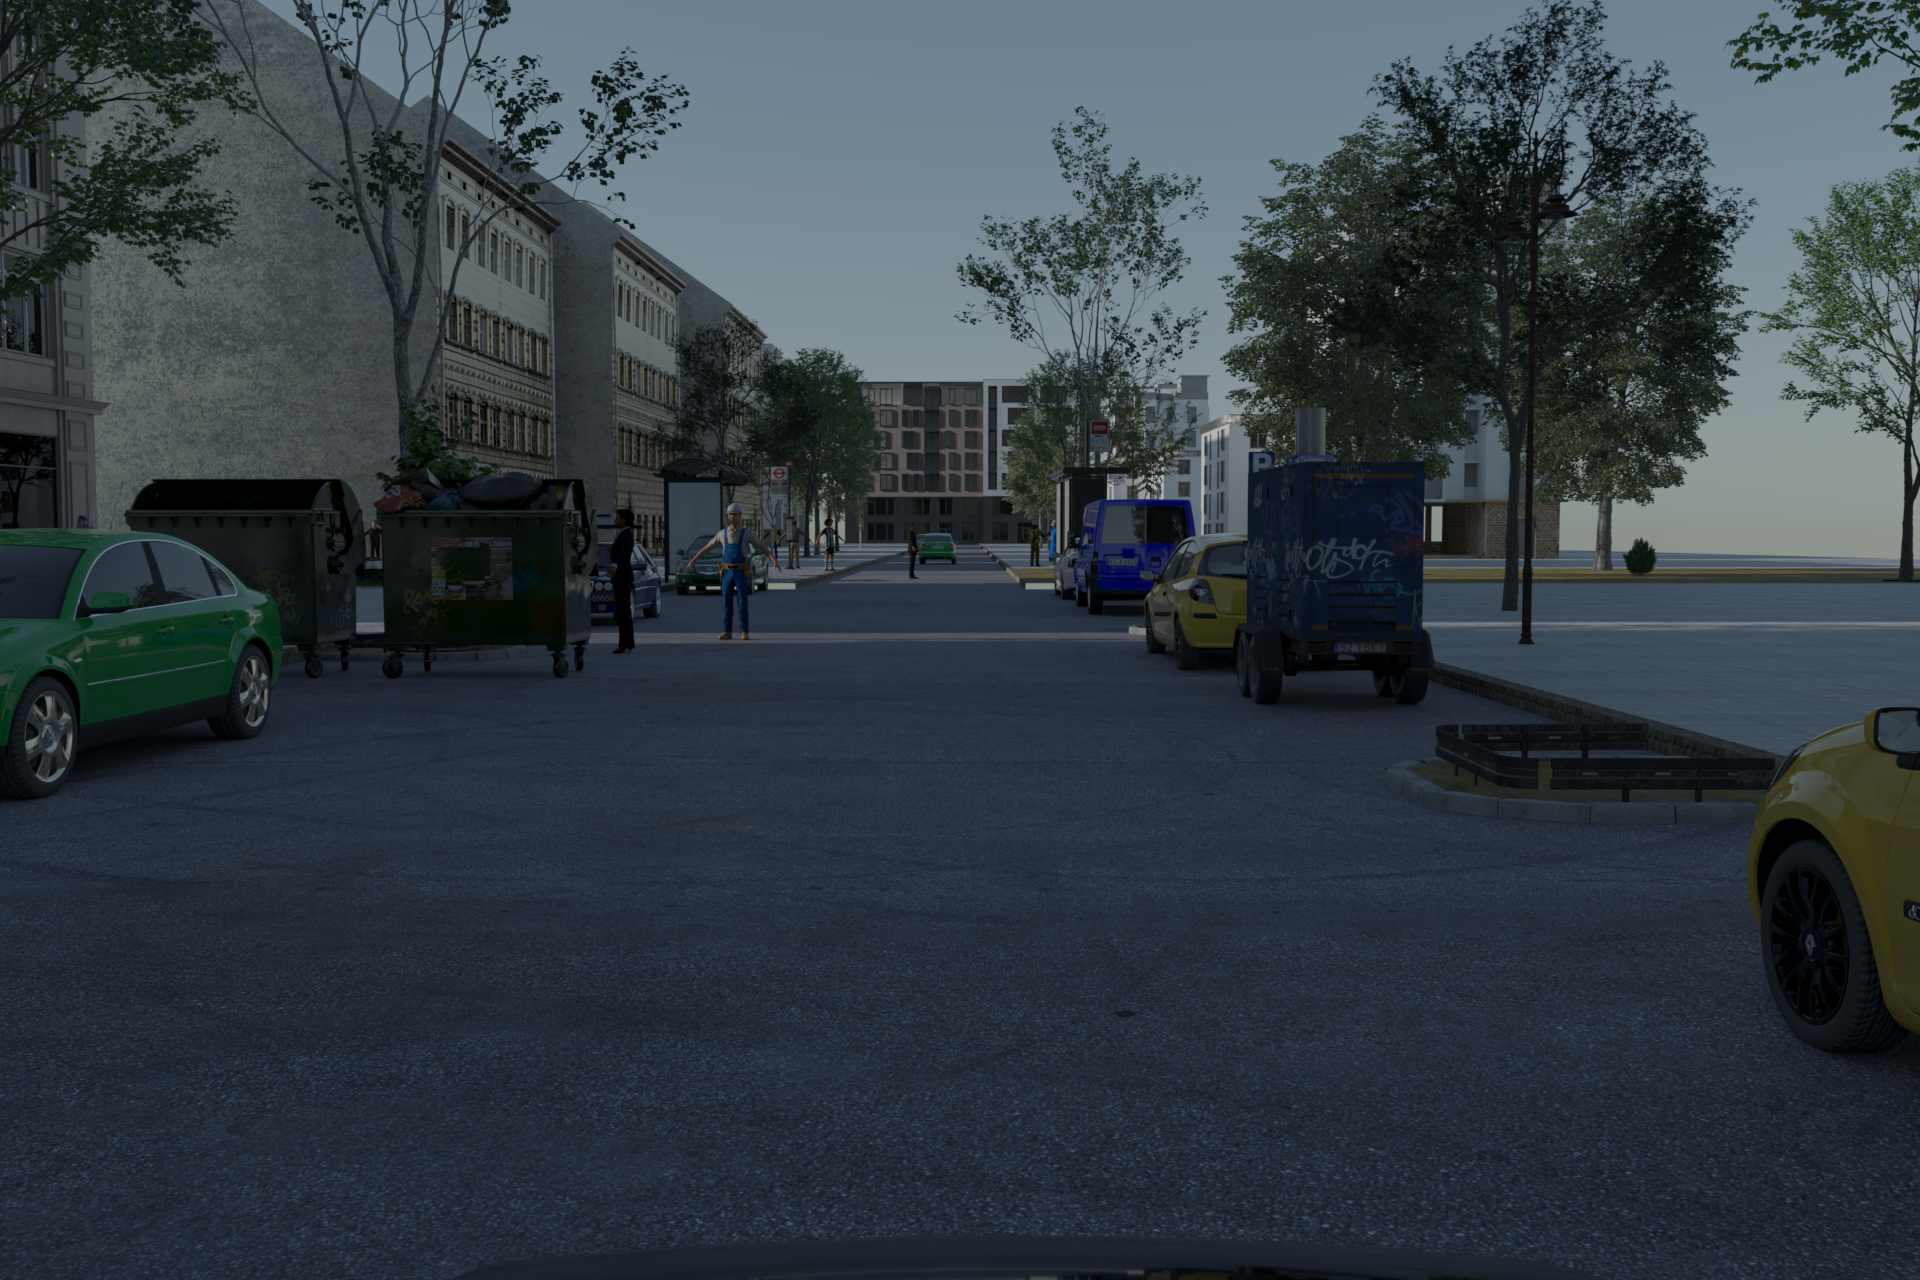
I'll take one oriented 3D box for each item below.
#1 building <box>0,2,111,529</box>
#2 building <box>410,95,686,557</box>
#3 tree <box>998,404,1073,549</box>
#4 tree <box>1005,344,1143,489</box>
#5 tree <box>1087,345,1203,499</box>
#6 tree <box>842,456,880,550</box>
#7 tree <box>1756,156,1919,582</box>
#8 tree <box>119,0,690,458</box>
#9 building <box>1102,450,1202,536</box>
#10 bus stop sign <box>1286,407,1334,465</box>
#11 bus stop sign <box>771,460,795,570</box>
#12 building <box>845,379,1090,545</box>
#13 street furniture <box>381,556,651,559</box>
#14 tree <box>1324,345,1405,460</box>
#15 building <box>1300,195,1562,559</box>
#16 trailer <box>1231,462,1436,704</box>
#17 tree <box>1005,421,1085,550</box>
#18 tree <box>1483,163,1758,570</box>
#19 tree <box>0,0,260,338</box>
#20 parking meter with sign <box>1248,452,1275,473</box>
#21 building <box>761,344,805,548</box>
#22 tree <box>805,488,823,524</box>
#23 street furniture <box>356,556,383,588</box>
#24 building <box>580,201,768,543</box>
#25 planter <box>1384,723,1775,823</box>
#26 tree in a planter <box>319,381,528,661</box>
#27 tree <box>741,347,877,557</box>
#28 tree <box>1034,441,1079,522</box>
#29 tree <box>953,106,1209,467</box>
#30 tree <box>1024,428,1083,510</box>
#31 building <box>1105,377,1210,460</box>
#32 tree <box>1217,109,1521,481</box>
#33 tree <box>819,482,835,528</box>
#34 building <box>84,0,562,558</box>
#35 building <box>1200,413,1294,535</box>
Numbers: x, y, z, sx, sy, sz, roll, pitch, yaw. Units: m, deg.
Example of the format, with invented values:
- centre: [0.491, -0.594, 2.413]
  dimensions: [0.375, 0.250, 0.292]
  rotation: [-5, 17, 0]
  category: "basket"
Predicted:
- centre: [-28.894, -13.715, 36.255]
  dimensions: [10.469, 25.551, 25.511]
  rotation: [0, 4, 1]
  category: "building"
- centre: [-26.485, -16.234, 96.355]
  dimensions: [19.493, 23.208, 18.063]
  rotation: [0, 4, 1]
  category: "building"
- centre: [6.737, -14.271, 151.455]
  dimensions: [7.486, 12.596, 7.792]
  rotation: [0, 3, 0]
  category: "tree"
- centre: [6.278, -10.363, 95.186]
  dimensions: [9.928, 11.665, 9.643]
  rotation: [0, 3, 0]
  category: "tree"
- centre: [7.144, -7.208, 68.217]
  dimensions: [4.737, 8.622, 4.395]
  rotation: [0, 3, 0]
  category: "tree"
- centre: [-7.926, -11.717, 141.930]
  dimensions: [4.360, 8.622, 3.978]
  rotation: [0, 3, 0]
  category: "tree"
- centre: [25.697, -7.376, 46.348]
  dimensions: [9.928, 11.665, 9.643]
  rotation: [0, 3, 0]
  category: "tree"
- centre: [-11.589, -10.964, 35.151]
  dimensions: [12.611, 20.169, 13.585]
  rotation: [0, 3, 0]
  category: "tree"
- centre: [21.017, -15.006, 187.493]
  dimensions: [9.099, 9.664, 28.070]
  rotation: [0, 4, 0]
  category: "building"
- centre: [7.336, -2.895, 36.349]
  dimensions: [0.837, 3.901, 0.837]
  rotation: [0, 3, 0]
  category: "bus stop sign"
- centre: [-6.397, -4.528, 62.740]
  dimensions: [0.855, 3.939, 0.416]
  rotation: [0, 4, 1]
  category: "bus stop sign"
- centre: [1.066, -24.111, 240.647]
  dimensions: [32.646, 21.610, 27.936]
  rotation: [0, 4, 1]
  category: "building"
- centre: [-15.670, -2.718, 60.061]
  dimensions: [10.072, 0.657, 5.734]
  rotation: [1, 4, 18]
  category: "street furniture"
- centre: [14.422, -6.785, 61.297]
  dimensions: [4.360, 8.622, 3.978]
  rotation: [0, 3, 0]
  category: "tree"
- centre: [25.565, -15.097, 103.250]
  dimensions: [16.016, 20.090, 11.380]
  rotation: [0, 4, 0]
  category: "building"
- centre: [3.187, -0.525, 15.632]
  dimensions: [1.471, 1.999, 3.904]
  rotation: [0, 3, 0]
  category: "trailer"
- centre: [7.292, -12.416, 137.421]
  dimensions: [8.767, 10.594, 7.601]
  rotation: [3, 5, 45]
  category: "tree"
- centre: [22.843, -9.457, 61.276]
  dimensions: [9.857, 13.997, 8.962]
  rotation: [0, 3, 0]
  category: "tree"
- centre: [-12.449, -5.801, 20.603]
  dimensions: [9.928, 11.665, 9.643]
  rotation: [0, 3, 0]
  category: "tree"
- centre: [6.376, -2.423, 35.872]
  dimensions: [0.543, 3.016, 1.738]
  rotation: [0, 3, 0]
  category: "parking meter with sign"
- centre: [-25.678, -18.974, 176.683]
  dimensions: [16.747, 18.905, 31.486]
  rotation: [0, 4, 0]
  category: "building"
- centre: [-22.214, -19.464, 236.364]
  dimensions: [7.486, 12.596, 7.792]
  rotation: [0, 3, 0]
  category: "tree"
- centre: [-15.175, -1.857, 45.984]
  dimensions: [5.734, 0.657, 10.072]
  rotation: [0, 4, 3]
  category: "street furniture"
- centre: [-24.560, -17.898, 123.561]
  dimensions: [19.493, 23.208, 18.063]
  rotation: [0, 4, 1]
  category: "building"
- centre: [3.426, 0.708, 9.557]
  dimensions: [1.991, 0.319, 1.994]
  rotation: [0, 4, 0]
  category: "planter"
- centre: [-6.221, -1.416, 20.378]
  dimensions: [1.991, 3.239, 1.994]
  rotation: [0, 4, 1]
  category: "tree in a planter"
- centre: [-8.276, -10.363, 95.187]
  dimensions: [9.928, 11.665, 9.643]
  rotation: [0, 3, 0]
  category: "tree"
- centre: [6.816, -10.801, 126.966]
  dimensions: [4.360, 8.622, 3.978]
  rotation: [0, 3, 0]
  category: "tree"
- centre: [5.380, -13.691, 79.730]
  dimensions: [12.611, 20.169, 13.585]
  rotation: [0, 3, 0]
  category: "tree"
- centre: [6.486, -9.996, 113.792]
  dimensions: [4.737, 8.622, 4.395]
  rotation: [0, 3, 0]
  category: "tree"
- centre: [23.417, -22.107, 217.863]
  dimensions: [16.016, 20.090, 11.380]
  rotation: [0, 4, 1]
  category: "building"
- centre: [12.035, -8.891, 52.019]
  dimensions: [9.857, 13.997, 8.962]
  rotation: [0, 3, 0]
  category: "tree"
- centre: [-17.728, -17.911, 243.199]
  dimensions: [4.360, 8.622, 3.978]
  rotation: [0, 3, 0]
  category: "tree"
- centre: [-29.057, -14.934, 75.096]
  dimensions: [19.493, 23.208, 18.063]
  rotation: [0, 4, 0]
  category: "building"
- centre: [23.220, -10.955, 121.258]
  dimensions: [9.099, 9.664, 28.070]
  rotation: [0, 3, 0]
  category: "building"
